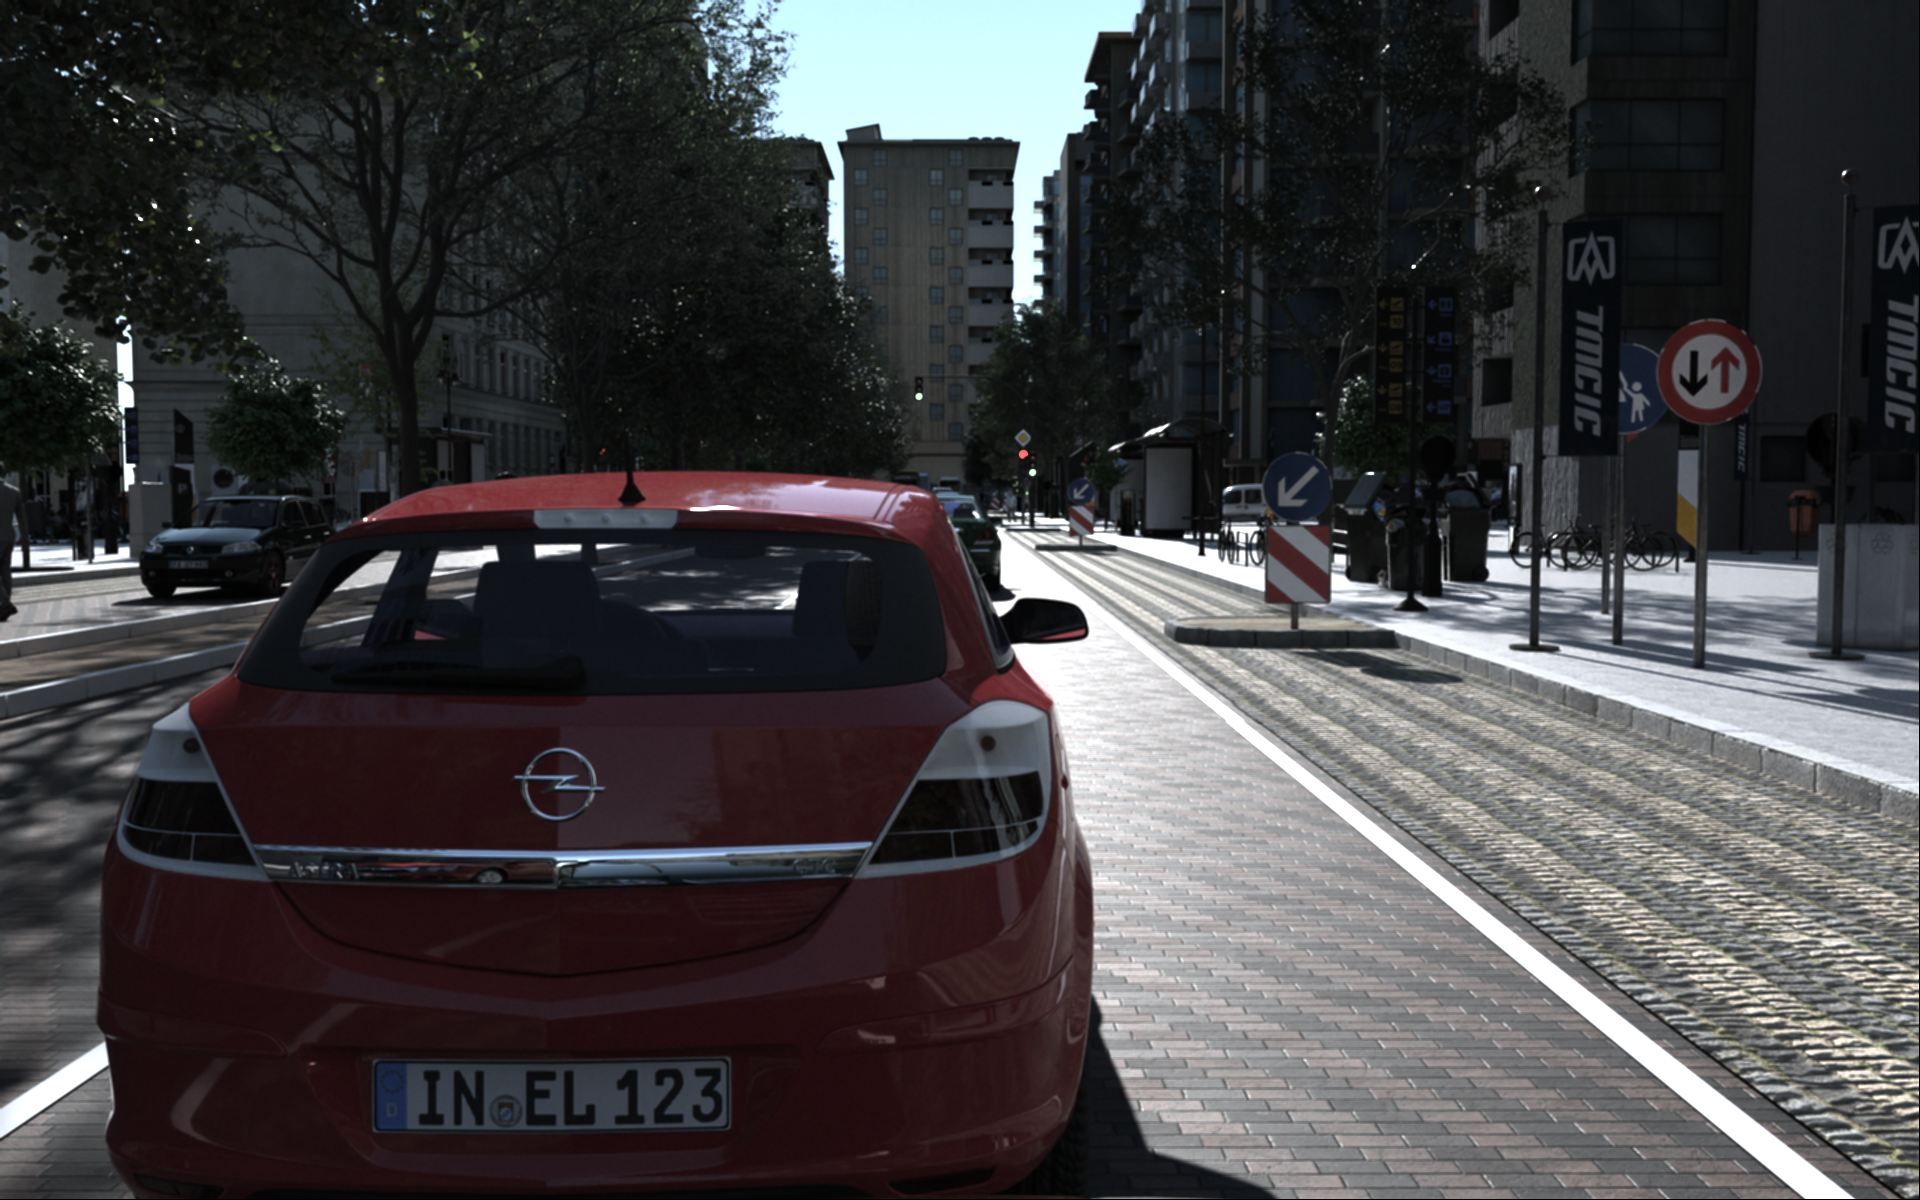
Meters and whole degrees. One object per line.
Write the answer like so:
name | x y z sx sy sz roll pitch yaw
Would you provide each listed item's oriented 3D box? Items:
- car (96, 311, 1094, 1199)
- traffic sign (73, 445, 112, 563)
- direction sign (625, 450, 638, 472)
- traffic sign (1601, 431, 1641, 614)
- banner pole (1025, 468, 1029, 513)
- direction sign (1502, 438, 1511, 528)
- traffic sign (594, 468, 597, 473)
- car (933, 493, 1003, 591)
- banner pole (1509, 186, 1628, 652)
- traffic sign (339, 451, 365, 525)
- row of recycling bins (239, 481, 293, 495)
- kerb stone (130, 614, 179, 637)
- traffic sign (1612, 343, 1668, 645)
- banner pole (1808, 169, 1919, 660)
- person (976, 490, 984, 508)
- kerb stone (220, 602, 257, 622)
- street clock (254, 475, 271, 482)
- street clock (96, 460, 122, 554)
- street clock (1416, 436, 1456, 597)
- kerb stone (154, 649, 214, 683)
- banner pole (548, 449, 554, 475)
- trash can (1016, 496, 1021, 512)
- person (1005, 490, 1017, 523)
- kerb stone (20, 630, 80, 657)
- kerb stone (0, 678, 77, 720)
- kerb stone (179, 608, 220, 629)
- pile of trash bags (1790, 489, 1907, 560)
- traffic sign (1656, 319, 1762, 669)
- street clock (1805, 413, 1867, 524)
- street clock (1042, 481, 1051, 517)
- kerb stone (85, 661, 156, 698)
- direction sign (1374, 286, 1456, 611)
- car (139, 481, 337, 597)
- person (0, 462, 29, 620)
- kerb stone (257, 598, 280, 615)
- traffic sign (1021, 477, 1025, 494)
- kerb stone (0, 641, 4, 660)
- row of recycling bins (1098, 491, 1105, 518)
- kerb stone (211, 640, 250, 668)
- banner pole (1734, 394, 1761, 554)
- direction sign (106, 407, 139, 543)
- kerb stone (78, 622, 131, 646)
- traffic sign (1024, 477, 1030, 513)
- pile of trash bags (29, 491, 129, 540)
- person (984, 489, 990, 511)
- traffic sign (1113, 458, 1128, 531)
car | -0.671 0.257 4.841 2.155 1.783 4.494 0 4 -1
traffic sign | -16.135 -1.961 32.065 0.884 2.594 0.081 0 4 1
direction sign | -16.846 -5.920 88.796 0.876 3.537 0.379 2 4 31
traffic sign | 6.910 -1.123 18.474 0.768 2.556 0.104 0 4 6
banner pole | 4.554 -7.766 116.997 0.401 3.779 0.863 -2 4 -23
direction sign | 20.876 -4.508 65.710 0.379 3.537 0.876 -2 4 -27
traffic sign | -16.360 -4.715 77.089 0.884 2.594 0.081 0 4 0
car | -0.358 -0.936 27.095 2.131 1.459 4.920 0 4 -2
banner pole | 4.934 -1.471 14.060 0.863 3.779 0.401 2 4 31
traffic sign | -17.930 -3.117 51.069 0.768 2.556 0.104 0 4 2
row of recycling bins | -23.102 -3.085 57.545 1.069 1.692 3.534 -3 4 -39
kerb stone | -8.289 0.276 17.682 0.120 0.150 1.000 0 4 0
traffic sign | 5.609 -0.893 14.701 0.768 2.556 0.104 1 4 9
banner pole | 7.051 -1.425 13.312 0.863 3.779 0.401 2 4 32
person | 2.193 -10.007 172.129 1.348 1.822 0.705 -1 4 -8
kerb stone | -8.299 0.151 19.736 0.120 0.150 1.000 0 4 0
street clock | -19.613 -2.705 48.800 0.471 2.002 0.358 -1 4 -13
street clock | -18.198 -1.989 37.087 0.358 2.002 0.471 1 4 22
street clock | 5.898 -1.040 21.582 0.471 2.002 0.358 -1 4 -9
kerb stone | -6.171 0.529 13.641 0.120 0.150 1.000 0 4 0
banner pole | -22.582 -6.462 95.666 0.401 3.779 0.863 1 4 14
trash can | 4.461 -7.041 126.768 0.748 1.137 0.748 0 3 0
person | 2.390 -4.345 81.348 0.589 1.601 0.330 1 4 14
kerb stone | -8.278 0.401 15.635 0.120 0.150 1.000 0 4 0
kerb stone | -6.155 0.649 11.586 0.120 0.150 1.000 0 4 0
kerb stone | -8.298 0.213 18.714 0.120 0.150 1.000 0 4 0
pile of trash bags | 17.448 -1.414 32.879 1.912 1.369 3.447 -3 5 -41
traffic sign | 5.448 -0.770 12.694 0.768 2.556 0.104 0 4 0
street clock | 7.854 -0.672 15.558 0.358 2.002 0.471 -3 5 -41
street clock | 4.768 -5.542 95.174 0.471 2.002 0.358 -1 4 -22
kerb stone | -6.165 0.586 12.616 0.120 0.150 1.000 0 4 0
direction sign | 4.971 -1.652 19.001 0.876 3.537 0.379 0 4 -2
car | -10.457 -0.956 25.417 2.009 1.686 4.222 0 4 -1
person | -11.071 -0.688 19.868 0.853 1.813 0.709 1 4 20
kerb stone | -8.303 0.090 20.760 0.120 0.150 1.000 0 4 0
traffic sign | 4.611 -7.622 124.729 0.768 2.556 0.104 0 4 3
kerb stone | -8.282 0.464 14.613 0.120 0.150 1.000 0 4 0
row of recycling bins | 8.881 -5.291 93.617 3.534 1.692 1.069 -3 4 -38
kerb stone | -6.187 0.465 14.669 0.120 0.150 1.000 0 4 0
banner pole | 16.893 -2.887 37.216 0.401 3.779 0.863 -1 4 -13
direction sign | -21.818 -3.250 45.140 0.876 3.537 0.379 0 4 4
kerb stone | -8.294 0.339 16.660 0.120 0.150 1.000 0 4 0
traffic sign | 4.727 -7.350 120.279 0.768 2.556 0.104 0 3 0
pile of trash bags | -24.969 -2.459 49.962 1.912 1.369 3.447 1 4 12
person | 2.095 -7.629 133.409 0.419 1.800 0.721 2 4 28
traffic sign | 5.480 -3.704 60.673 0.768 2.556 0.104 0 4 5
